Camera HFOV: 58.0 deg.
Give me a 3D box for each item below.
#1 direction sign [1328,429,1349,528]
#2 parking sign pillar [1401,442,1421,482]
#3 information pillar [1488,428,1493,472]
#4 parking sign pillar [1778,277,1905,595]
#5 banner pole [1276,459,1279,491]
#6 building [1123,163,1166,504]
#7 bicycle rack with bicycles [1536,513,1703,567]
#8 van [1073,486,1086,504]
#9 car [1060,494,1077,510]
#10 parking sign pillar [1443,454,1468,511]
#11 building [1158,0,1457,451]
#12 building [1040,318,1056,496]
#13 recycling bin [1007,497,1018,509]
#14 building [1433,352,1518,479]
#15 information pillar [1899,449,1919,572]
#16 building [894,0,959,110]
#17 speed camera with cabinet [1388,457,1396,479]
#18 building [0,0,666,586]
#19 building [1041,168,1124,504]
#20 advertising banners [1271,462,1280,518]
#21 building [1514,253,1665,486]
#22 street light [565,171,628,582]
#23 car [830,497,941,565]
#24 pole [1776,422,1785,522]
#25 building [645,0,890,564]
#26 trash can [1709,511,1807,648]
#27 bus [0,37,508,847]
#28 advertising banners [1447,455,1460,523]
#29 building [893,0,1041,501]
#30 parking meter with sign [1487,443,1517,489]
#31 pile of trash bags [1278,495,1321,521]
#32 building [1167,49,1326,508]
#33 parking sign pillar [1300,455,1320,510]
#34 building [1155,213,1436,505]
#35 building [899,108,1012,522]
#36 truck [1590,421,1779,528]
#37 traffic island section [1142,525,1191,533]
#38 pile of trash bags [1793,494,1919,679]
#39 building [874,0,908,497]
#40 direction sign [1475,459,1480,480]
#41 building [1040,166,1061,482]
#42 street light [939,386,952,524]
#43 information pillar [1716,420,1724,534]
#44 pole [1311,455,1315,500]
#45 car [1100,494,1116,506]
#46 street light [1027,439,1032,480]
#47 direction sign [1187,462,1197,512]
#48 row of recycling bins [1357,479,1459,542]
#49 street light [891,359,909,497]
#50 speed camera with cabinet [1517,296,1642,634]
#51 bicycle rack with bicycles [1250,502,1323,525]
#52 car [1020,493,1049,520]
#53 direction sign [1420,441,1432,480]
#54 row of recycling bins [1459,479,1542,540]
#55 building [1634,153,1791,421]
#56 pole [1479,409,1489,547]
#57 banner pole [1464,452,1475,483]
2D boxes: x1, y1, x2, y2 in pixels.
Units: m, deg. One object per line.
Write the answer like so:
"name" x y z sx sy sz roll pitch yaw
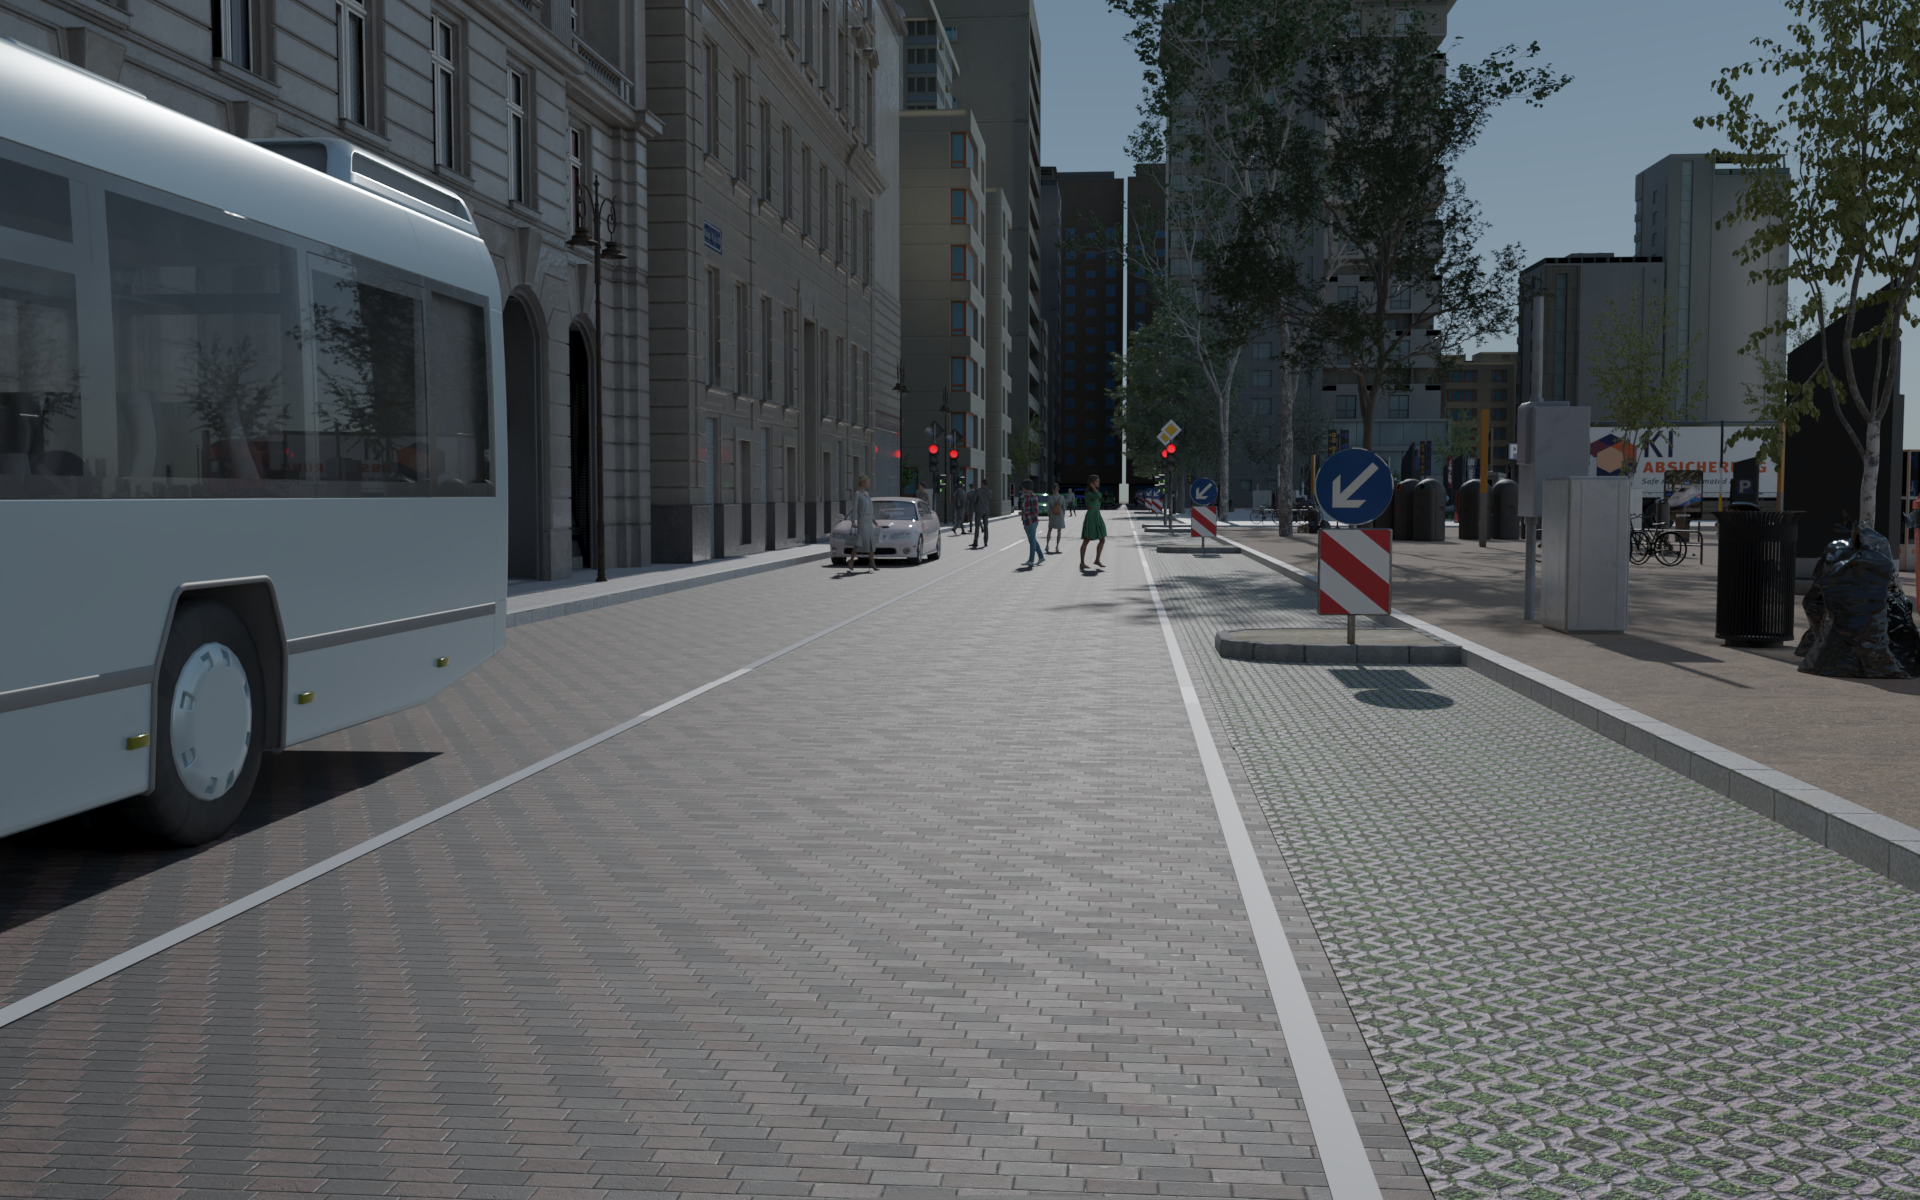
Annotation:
"direction sign" 13.288 -4.213 60.882 0.876 3.537 0.379 -2 4 -25
"parking sign pillar" 23.496 -6.232 90.358 1.447 3.967 1.447 -1 4 -10
"information pillar" 18.890 -4.312 61.859 0.183 3.616 0.504 0 4 -5
"parking sign pillar" 11.312 -2.062 22.180 1.447 3.967 1.447 -3 5 -43
"banner pole" 22.981 -8.266 125.159 0.401 3.779 0.863 2 4 28
"building" 29.920 -35.893 236.962 14.200 45.320 14.600 0 4 5
"bicycle rack with bicycles" 12.274 -1.124 31.755 2.852 0.926 2.925 -1 4 -21
"van" 13.835 -11.815 197.563 2.240 2.365 5.245 0 4 6
"car" 9.547 -8.938 154.938 1.959 1.807 4.718 0 4 5
"parking sign pillar" 33.005 -7.791 115.854 1.447 3.967 1.447 2 4 29
"building" 35.499 -36.329 183.212 28.713 52.752 27.495 0 4 5
"building" -4.138 -20.858 186.069 27.650 21.520 28.899 0 4 5
"recycling bin" 4.255 -7.840 140.735 0.722 1.027 0.722 -3 4 -38
"building" 79.557 -24.159 240.045 28.899 21.520 27.650 0 4 5
"information pillar" 15.640 -1.472 28.560 0.304 2.012 0.304 -1 4 -12
"building" -13.405 -26.847 130.826 32.217 40.220 23.993 0 4 5
"speed camera with cabinet" 23.722 -6.030 92.919 2.038 3.252 0.660 1 4 23
"building" -12.424 -10.858 19.323 13.314 21.916 24.055 0 4 5
"building" 15.434 -36.049 239.503 14.200 45.320 14.600 0 4 5
"advertising banners" 16.987 -5.905 92.741 0.090 3.025 2.074 1 4 18
"building" 76.511 -26.901 211.532 14.107 30.474 14.160 0 4 5
"street light" -5.258 -3.207 25.222 0.468 5.910 1.993 0 4 5
"car" -1.524 -1.496 36.816 2.083 1.381 4.827 0 4 7
"pole" 22.989 -3.342 48.479 0.158 3.312 0.155 0 3 0
"building" -9.391 -15.061 43.516 12.463 27.353 25.104 0 4 5
"trash can" 6.719 -0.182 14.622 0.748 1.137 0.748 0 3 0
"bus" -4.493 -0.556 3.952 2.948 3.499 13.247 0 4 4
"advertising banners" 21.999 -4.918 76.601 0.090 3.025 2.074 -1 4 -9
"building" -3.720 -32.795 159.894 21.300 48.544 21.600 0 4 5
"parking meter with sign" 18.671 -3.925 60.440 0.543 3.016 1.738 -2 4 -28
"pile of trash bags" 16.688 -4.398 81.663 3.447 1.369 1.912 1 4 19
"building" 26.623 -29.355 163.548 14.154 41.232 14.086 0 4 5
"parking sign pillar" 23.869 -7.935 118.216 1.447 3.967 1.447 0 3 0
"building" 39.962 -31.627 208.986 32.217 40.220 23.993 0 4 5
"building" -11.943 -15.202 93.596 27.650 21.520 28.899 0 4 5
"truck" 29.288 -4.817 67.673 11.283 4.237 2.839 0 4 7
"traffic island section" 7.951 -2.629 65.257 2.009 0.180 2.903 0 4 5
"pile of trash bags" 6.883 -0.146 12.140 1.912 1.369 3.447 2 4 27
"building" -11.477 -12.974 61.283 18.267 20.994 9.793 0 4 5
"direction sign" 33.016 -7.282 111.061 0.379 3.537 0.876 -3 5 -44
"building" 5.638 -32.678 217.875 14.086 41.232 14.154 0 4 5
"street light" -0.620 -6.208 74.296 0.468 5.910 1.993 0 4 5
"information pillar" 24.122 -3.887 54.903 0.183 3.616 0.504 1 4 22
"pole" 18.320 -5.876 89.908 0.158 3.312 0.155 0 3 0
"car" 17.442 -12.004 205.057 1.959 1.807 4.718 0 4 7
"street light" 5.740 -10.357 142.130 0.468 5.910 1.993 0 4 5
"direction sign" 16.557 -8.057 123.734 0.876 3.537 0.379 -2 4 -35
"row of recycling bins" 12.280 -2.523 48.368 1.069 1.692 3.534 -1 4 -22
"street light" -2.024 -5.299 59.434 0.468 5.910 1.993 0 4 5
"speed camera with cabinet" 5.922 -1.371 16.754 0.660 3.252 2.038 0 4 5
"bicycle rack with bicycles" 14.179 -3.691 73.731 2.925 0.926 2.852 3 5 40
"car" 4.314 -5.343 96.153 1.959 1.807 4.718 0 4 4
"direction sign" 19.813 -5.001 73.765 0.379 3.537 0.876 -1 4 -16
"row of recycling bins" 15.897 -2.566 49.064 3.534 1.692 1.069 -1 4 -9
"building" 90.623 -32.208 210.201 14.086 41.232 14.154 0 4 5
"pole" 12.650 -2.935 41.829 0.158 3.312 0.155 0 3 0
"banner pole" 30.315 -6.928 103.288 0.863 3.779 0.401 -1 4 -9
